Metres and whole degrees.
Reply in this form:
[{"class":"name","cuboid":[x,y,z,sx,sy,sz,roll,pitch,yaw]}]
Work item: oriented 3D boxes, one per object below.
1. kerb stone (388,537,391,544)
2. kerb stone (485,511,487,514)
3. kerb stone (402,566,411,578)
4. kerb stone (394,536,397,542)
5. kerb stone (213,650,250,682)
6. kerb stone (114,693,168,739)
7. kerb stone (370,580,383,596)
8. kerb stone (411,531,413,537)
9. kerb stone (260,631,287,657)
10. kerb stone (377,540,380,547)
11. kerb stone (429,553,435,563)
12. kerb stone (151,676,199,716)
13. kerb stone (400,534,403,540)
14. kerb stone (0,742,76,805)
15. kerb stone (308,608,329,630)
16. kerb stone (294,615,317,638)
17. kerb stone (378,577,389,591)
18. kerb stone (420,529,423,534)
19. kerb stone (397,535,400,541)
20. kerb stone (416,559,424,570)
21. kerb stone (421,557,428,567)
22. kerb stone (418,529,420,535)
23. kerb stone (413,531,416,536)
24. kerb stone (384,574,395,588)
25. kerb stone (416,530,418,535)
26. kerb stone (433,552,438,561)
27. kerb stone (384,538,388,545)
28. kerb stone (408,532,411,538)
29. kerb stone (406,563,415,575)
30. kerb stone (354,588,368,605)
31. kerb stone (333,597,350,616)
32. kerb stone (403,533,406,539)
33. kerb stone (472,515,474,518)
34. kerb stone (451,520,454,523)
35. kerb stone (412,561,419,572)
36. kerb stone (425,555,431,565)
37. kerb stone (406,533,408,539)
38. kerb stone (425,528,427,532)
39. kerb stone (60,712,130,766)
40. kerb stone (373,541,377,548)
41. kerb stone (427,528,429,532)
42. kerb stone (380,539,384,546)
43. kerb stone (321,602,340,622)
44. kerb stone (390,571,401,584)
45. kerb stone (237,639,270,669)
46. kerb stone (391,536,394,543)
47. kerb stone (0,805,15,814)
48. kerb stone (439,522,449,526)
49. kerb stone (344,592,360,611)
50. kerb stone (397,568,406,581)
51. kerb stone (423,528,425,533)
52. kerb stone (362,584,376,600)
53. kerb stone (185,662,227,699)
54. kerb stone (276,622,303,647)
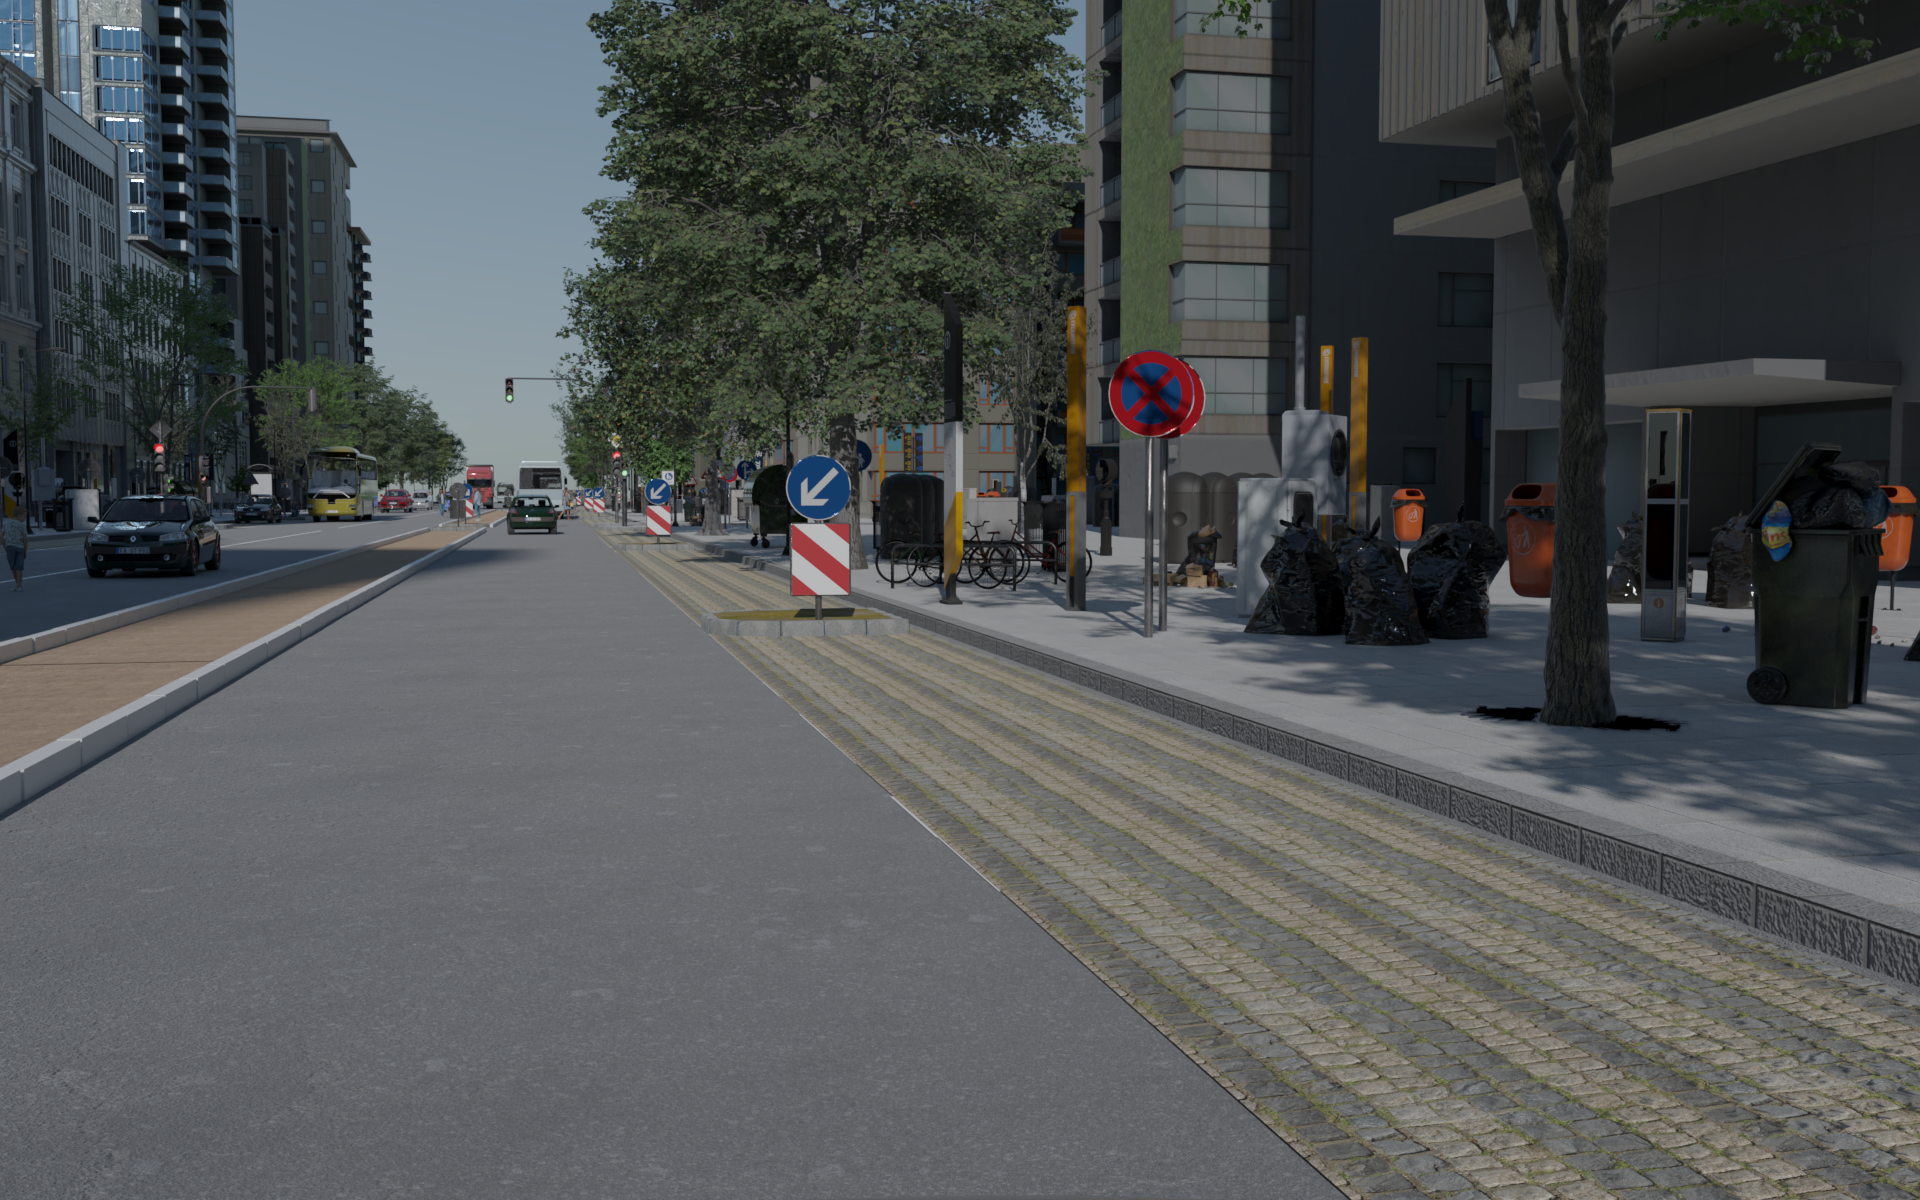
[{"class":"kerb stone","cuboid":[-16.245,-1.632,48.900,0.120,0.150,1.000,-1,4,-13]},{"class":"kerb stone","cuboid":[-33.381,-6.061,121.306,0.120,0.150,1.000,-1,4,-13]},{"class":"kerb stone","cuboid":[-9.499,-0.443,29.496,0.120,0.150,1.000,-1,4,-13]},{"class":"kerb stone","cuboid":[-16.731,-1.755,50.917,0.120,0.150,1.000,-1,4,-13]},{"class":"kerb stone","cuboid":[-5.724,0.529,13.545,0.120,0.150,1.000,-1,4,-13]},{"class":"kerb stone","cuboid":[-5.019,0.716,10.558,0.120,0.150,1.000,-1,4,-13]},{"class":"kerb stone","cuboid":[-8.315,-0.142,24.512,0.120,0.150,1.000,-1,4,-13]},{"class":"kerb stone","cuboid":[-18.144,-2.118,56.907,0.120,0.150,1.000,-1,4,-13]},{"class":"kerb stone","cuboid":[-6.199,0.412,15.546,0.120,0.150,1.000,-1,4,-13]},{"class":"kerb stone","cuboid":[-15.546,-1.448,45.907,0.120,0.150,1.000,-1,4,-13]},{"class":"kerb stone","cuboid":[-10.914,-0.809,35.493,0.120,0.150,1.000,-1,4,-13]},{"class":"kerb stone","cuboid":[-5.257,0.653,11.555,0.120,0.150,1.000,-1,4,-13]},{"class":"kerb stone","cuboid":[-17.193,-1.873,52.914,0.120,0.150,1.000,-1,4,-13]},{"class":"kerb stone","cuboid":[-4.547,0.838,8.569,0.120,0.150,1.000,-1,4,-13]},{"class":"kerb stone","cuboid":[-6.908,0.224,18.537,0.120,0.150,1.000,-1,4,-13]},{"class":"kerb stone","cuboid":[-6.666,0.287,17.537,0.120,0.150,1.000,-1,4,-13]},{"class":"kerb stone","cuboid":[-8.555,-0.200,25.507,0.120,0.150,1.000,-1,4,-13]},{"class":"kerb stone","cuboid":[-19.089,-2.368,60.906,0.120,0.150,1.000,-1,4,-13]},{"class":"kerb stone","cuboid":[-16.961,-1.818,51.916,0.120,0.150,1.000,-1,4,-13]},{"class":"kerb stone","cuboid":[-10.211,-0.630,32.496,0.120,0.150,1.000,-1,4,-13]},{"class":"kerb stone","cuboid":[-10.444,-0.691,33.493,0.120,0.150,1.000,-1,4,-13]},{"class":"kerb stone","cuboid":[-18.854,-2.306,59.911,0.120,0.150,1.000,-1,4,-13]},{"class":"kerb stone","cuboid":[-18.382,-2.184,57.901,0.120,0.150,1.000,-1,4,-13]},{"class":"kerb stone","cuboid":[-8.791,-0.263,26.502,0.120,0.150,1.000,-1,4,-13]},{"class":"kerb stone","cuboid":[-18.618,-2.245,58.904,0.120,0.150,1.000,-1,4,-13]},{"class":"kerb stone","cuboid":[-11.151,-0.874,36.487,0.120,0.150,1.000,-1,4,-13]},{"class":"kerb stone","cuboid":[-16.012,-1.572,47.900,0.120,0.150,1.000,-1,4,-13]},{"class":"kerb stone","cuboid":[-17.909,-2.056,55.903,0.120,0.150,1.000,-1,4,-13]},{"class":"kerb stone","cuboid":[-9.739,-0.508,30.493,0.120,0.150,1.000,-1,4,-13]},{"class":"kerb stone","cuboid":[-7.847,-0.020,22.517,0.120,0.150,1.000,-1,4,-13]},{"class":"kerb stone","cuboid":[-7.382,0.102,20.527,0.120,0.150,1.000,-1,4,-13]},{"class":"kerb stone","cuboid":[-17.439,-1.939,53.906,0.120,0.150,1.000,-1,4,-13]},{"class":"kerb stone","cuboid":[-28.652,-4.835,101.335,0.120,0.150,1.000,-1,4,-13]},{"class":"kerb stone","cuboid":[-23.696,-3.556,80.388,0.120,0.150,1.000,-1,4,-13]},{"class":"kerb stone","cuboid":[-9.981,-0.567,31.488,0.120,0.150,1.000,-1,4,-13]},{"class":"kerb stone","cuboid":[-10.679,-0.746,34.489,0.120,0.150,1.000,-1,4,-13]},{"class":"kerb stone","cuboid":[-17.669,-1.998,54.904,0.120,0.150,1.000,-1,4,-13]},{"class":"kerb stone","cuboid":[-19.556,-2.490,62.907,0.120,0.150,1.000,-1,4,-13]},{"class":"kerb stone","cuboid":[-4.781,0.773,9.564,0.120,0.150,1.000,-1,4,-13]},{"class":"kerb stone","cuboid":[-15.309,-1.389,44.910,0.120,0.150,1.000,-1,4,-13]},{"class":"kerb stone","cuboid":[-19.800,-2.546,63.900,0.120,0.150,1.000,-1,4,-13]},{"class":"kerb stone","cuboid":[-15.779,-1.510,46.905,0.120,0.150,1.000,-1,4,-13]},{"class":"kerb stone","cuboid":[-7.148,0.163,19.531,0.120,0.150,1.000,-1,4,-13]},{"class":"kerb stone","cuboid":[-9.025,-0.324,27.497,0.120,0.150,1.000,-1,4,-13]},{"class":"kerb stone","cuboid":[-5.962,0.468,14.539,0.120,0.150,1.000,-1,4,-13]},{"class":"kerb stone","cuboid":[-16.484,-1.695,49.917,0.120,0.150,1.000,-1,4,-13]},{"class":"kerb stone","cuboid":[-4.316,0.895,7.566,0.120,0.150,1.000,-1,4,-13]},{"class":"kerb stone","cuboid":[-22.759,-3.315,76.402,0.120,0.150,1.000,-1,4,-13]},{"class":"kerb stone","cuboid":[-7.611,0.041,21.523,0.120,0.150,1.000,-1,4,-13]},{"class":"kerb stone","cuboid":[-9.262,-0.386,28.501,0.120,0.150,1.000,-1,4,-13]},{"class":"kerb stone","cuboid":[-19.325,-2.426,61.901,0.120,0.150,1.000,-1,4,-13]},{"class":"kerb stone","cuboid":[-8.082,-0.081,23.514,0.120,0.150,1.000,-1,4,-13]},{"class":"kerb stone","cuboid":[-5.487,0.590,12.551,0.120,0.150,1.000,-1,4,-13]},{"class":"kerb stone","cuboid":[-6.437,0.351,16.540,0.120,0.150,1.000,-1,4,-13]}]
